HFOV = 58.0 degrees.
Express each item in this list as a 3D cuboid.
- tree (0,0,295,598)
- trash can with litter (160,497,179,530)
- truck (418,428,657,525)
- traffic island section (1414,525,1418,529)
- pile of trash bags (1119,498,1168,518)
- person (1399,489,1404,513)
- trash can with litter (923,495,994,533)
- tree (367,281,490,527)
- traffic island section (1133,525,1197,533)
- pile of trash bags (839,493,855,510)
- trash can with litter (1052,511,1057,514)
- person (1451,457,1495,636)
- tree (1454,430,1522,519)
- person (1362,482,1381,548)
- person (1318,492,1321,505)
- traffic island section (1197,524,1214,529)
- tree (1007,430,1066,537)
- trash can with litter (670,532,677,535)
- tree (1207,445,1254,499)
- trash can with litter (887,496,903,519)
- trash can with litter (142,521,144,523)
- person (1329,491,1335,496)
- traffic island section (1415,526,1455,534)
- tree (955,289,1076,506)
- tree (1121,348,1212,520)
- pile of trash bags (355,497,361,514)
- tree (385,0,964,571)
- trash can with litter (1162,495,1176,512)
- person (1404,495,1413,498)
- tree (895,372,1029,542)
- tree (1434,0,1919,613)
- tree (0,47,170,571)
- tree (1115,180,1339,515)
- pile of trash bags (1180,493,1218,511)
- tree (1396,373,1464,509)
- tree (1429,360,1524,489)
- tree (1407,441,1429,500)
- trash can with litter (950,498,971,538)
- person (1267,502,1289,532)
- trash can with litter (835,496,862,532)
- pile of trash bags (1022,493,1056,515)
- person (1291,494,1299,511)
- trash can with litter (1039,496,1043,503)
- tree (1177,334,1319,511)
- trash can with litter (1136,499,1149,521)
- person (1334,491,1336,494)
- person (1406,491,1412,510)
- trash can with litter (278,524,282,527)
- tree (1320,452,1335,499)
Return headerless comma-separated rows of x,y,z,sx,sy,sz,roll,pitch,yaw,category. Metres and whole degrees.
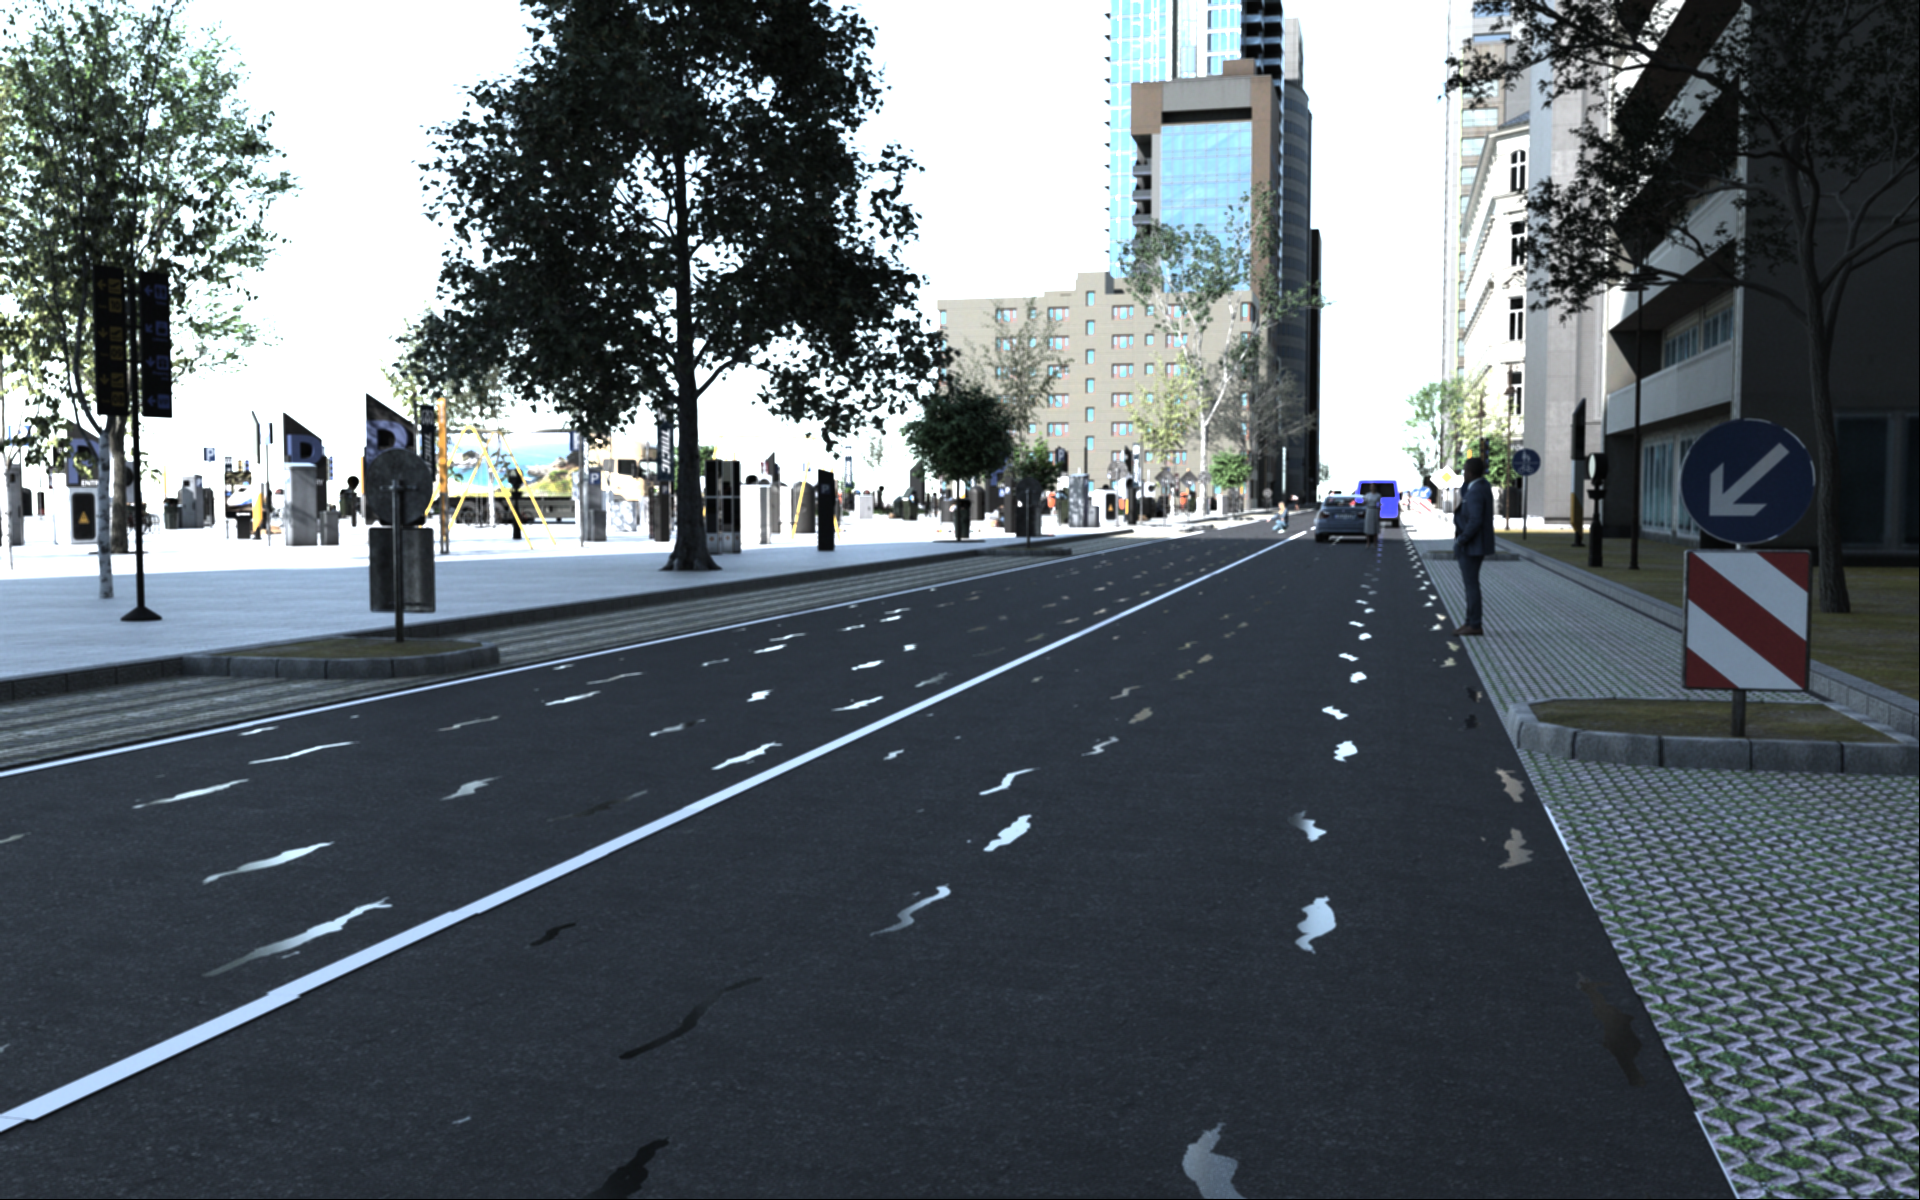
-10.550,-4.344,21.389,4.360,8.622,3.978,0,3,0,tree
-28.525,-3.123,62.444,0.624,1.170,1.055,-2,4,-30,trash can with litter
-17.816,-5.270,75.084,11.283,4.237,2.839,1,4,14,truck
19.536,-2.948,70.475,2.009,0.180,2.903,1,4,14,traffic island section
9.578,-5.078,92.770,1.912,1.369,3.447,3,4,39,pile of trash bags
30.800,-6.868,121.024,0.641,1.798,0.478,-1,4,-22,person
-0.016,-2.818,57.138,2.233,1.210,1.678,1,4,11,trash can with litter
-18.514,-6.731,60.412,4.737,8.622,4.395,0,3,0,tree
7.675,-2.624,65.183,2.009,0.180,2.903,1,4,14,traffic island section
-8.720,-7.936,139.506,3.447,1.369,1.912,3,5,44,pile of trash bags
6.630,-6.330,114.554,1.678,1.210,2.233,-2,4,-27,trash can with litter
5.186,-0.539,17.494,0.419,1.800,0.721,1,4,19,person
26.961,-6.407,88.475,4.285,4.588,4.351,0,3,0,tree
10.900,-2.250,45.865,0.480,1.755,0.524,1,4,17,person
43.918,-12.358,211.472,0.530,1.710,0.541,3,4,38,person
9.596,-3.098,72.934,2.009,0.180,2.903,1,4,14,traffic island section
2.486,-3.548,52.606,1.663,3.219,1.824,0,3,0,tree
-8.808,-2.705,55.285,1.678,1.210,2.233,0,4,1,trash can with litter
18.165,-8.132,116.669,4.285,4.588,4.351,0,3,0,tree
-3.279,-4.813,90.072,0.624,1.170,1.055,2,4,32,trash can with litter
-34.409,-3.688,71.358,1.678,1.210,2.233,3,5,43,trash can with litter
32.468,-8.652,150.890,0.756,1.711,0.436,-1,4,-13,person
17.615,-2.474,62.724,2.009,0.180,2.903,1,4,14,traffic island section
1.909,-6.804,61.610,4.360,8.622,3.978,0,3,0,tree
10.413,-8.332,86.595,4.737,8.622,4.395,0,3,0,tree
-37.731,-6.183,110.841,1.912,1.369,3.447,3,5,41,pile of trash bags
-4.674,-6.846,28.938,9.611,12.733,9.660,0,3,0,tree
14.605,-7.082,126.843,2.233,1.210,1.678,1,4,18,trash can with litter
52.897,-11.980,204.389,1.348,1.823,0.705,3,5,41,person
-0.055,-3.848,46.637,4.285,4.588,4.351,0,3,0,tree
9.320,-5.160,18.776,8.767,10.594,7.601,-2,4,-35,tree
-15.724,-4.793,28.726,4.737,8.622,4.395,0,3,0,tree
16.030,-15.223,104.785,12.611,20.169,13.585,0,3,0,tree
18.729,-7.636,134.603,3.447,1.369,1.912,-1,4,-14,pile of trash bags
40.918,-13.545,147.221,9.928,11.665,9.643,0,3,0,tree
28.478,-8.816,94.503,4.737,8.622,4.395,0,3,0,tree
60.482,-16.848,225.823,4.737,8.622,4.395,0,3,0,tree
0.007,-2.369,50.122,0.624,1.170,1.055,0,4,-2,trash can with litter
11.971,-3.099,64.660,0.738,1.151,1.012,-1,4,-11,person
-4.301,-2.993,59.990,1.678,1.210,2.233,-1,4,-22,trash can with litter
4.932,-5.944,106.934,1.912,1.369,3.447,-2,4,-30,pile of trash bags
28.935,-8.438,149.657,0.628,1.438,0.799,3,5,43,person
6.498,-7.482,133.717,1.055,1.170,0.624,-1,4,-17,trash can with litter
21.995,-13.533,131.631,12.009,13.543,11.850,0,3,0,tree
8.539,-4.344,82.407,0.624,1.170,1.055,-3,5,-42,trash can with litter
49.378,-13.462,228.545,1.348,1.831,0.705,3,5,40,person
40.670,-9.014,156.603,0.721,1.735,1.217,3,5,41,person
-26.310,-3.538,68.905,1.678,1.210,2.233,1,4,10,trash can with litter
62.997,-21.347,299.389,4.737,8.622,4.395,0,3,0,tree
